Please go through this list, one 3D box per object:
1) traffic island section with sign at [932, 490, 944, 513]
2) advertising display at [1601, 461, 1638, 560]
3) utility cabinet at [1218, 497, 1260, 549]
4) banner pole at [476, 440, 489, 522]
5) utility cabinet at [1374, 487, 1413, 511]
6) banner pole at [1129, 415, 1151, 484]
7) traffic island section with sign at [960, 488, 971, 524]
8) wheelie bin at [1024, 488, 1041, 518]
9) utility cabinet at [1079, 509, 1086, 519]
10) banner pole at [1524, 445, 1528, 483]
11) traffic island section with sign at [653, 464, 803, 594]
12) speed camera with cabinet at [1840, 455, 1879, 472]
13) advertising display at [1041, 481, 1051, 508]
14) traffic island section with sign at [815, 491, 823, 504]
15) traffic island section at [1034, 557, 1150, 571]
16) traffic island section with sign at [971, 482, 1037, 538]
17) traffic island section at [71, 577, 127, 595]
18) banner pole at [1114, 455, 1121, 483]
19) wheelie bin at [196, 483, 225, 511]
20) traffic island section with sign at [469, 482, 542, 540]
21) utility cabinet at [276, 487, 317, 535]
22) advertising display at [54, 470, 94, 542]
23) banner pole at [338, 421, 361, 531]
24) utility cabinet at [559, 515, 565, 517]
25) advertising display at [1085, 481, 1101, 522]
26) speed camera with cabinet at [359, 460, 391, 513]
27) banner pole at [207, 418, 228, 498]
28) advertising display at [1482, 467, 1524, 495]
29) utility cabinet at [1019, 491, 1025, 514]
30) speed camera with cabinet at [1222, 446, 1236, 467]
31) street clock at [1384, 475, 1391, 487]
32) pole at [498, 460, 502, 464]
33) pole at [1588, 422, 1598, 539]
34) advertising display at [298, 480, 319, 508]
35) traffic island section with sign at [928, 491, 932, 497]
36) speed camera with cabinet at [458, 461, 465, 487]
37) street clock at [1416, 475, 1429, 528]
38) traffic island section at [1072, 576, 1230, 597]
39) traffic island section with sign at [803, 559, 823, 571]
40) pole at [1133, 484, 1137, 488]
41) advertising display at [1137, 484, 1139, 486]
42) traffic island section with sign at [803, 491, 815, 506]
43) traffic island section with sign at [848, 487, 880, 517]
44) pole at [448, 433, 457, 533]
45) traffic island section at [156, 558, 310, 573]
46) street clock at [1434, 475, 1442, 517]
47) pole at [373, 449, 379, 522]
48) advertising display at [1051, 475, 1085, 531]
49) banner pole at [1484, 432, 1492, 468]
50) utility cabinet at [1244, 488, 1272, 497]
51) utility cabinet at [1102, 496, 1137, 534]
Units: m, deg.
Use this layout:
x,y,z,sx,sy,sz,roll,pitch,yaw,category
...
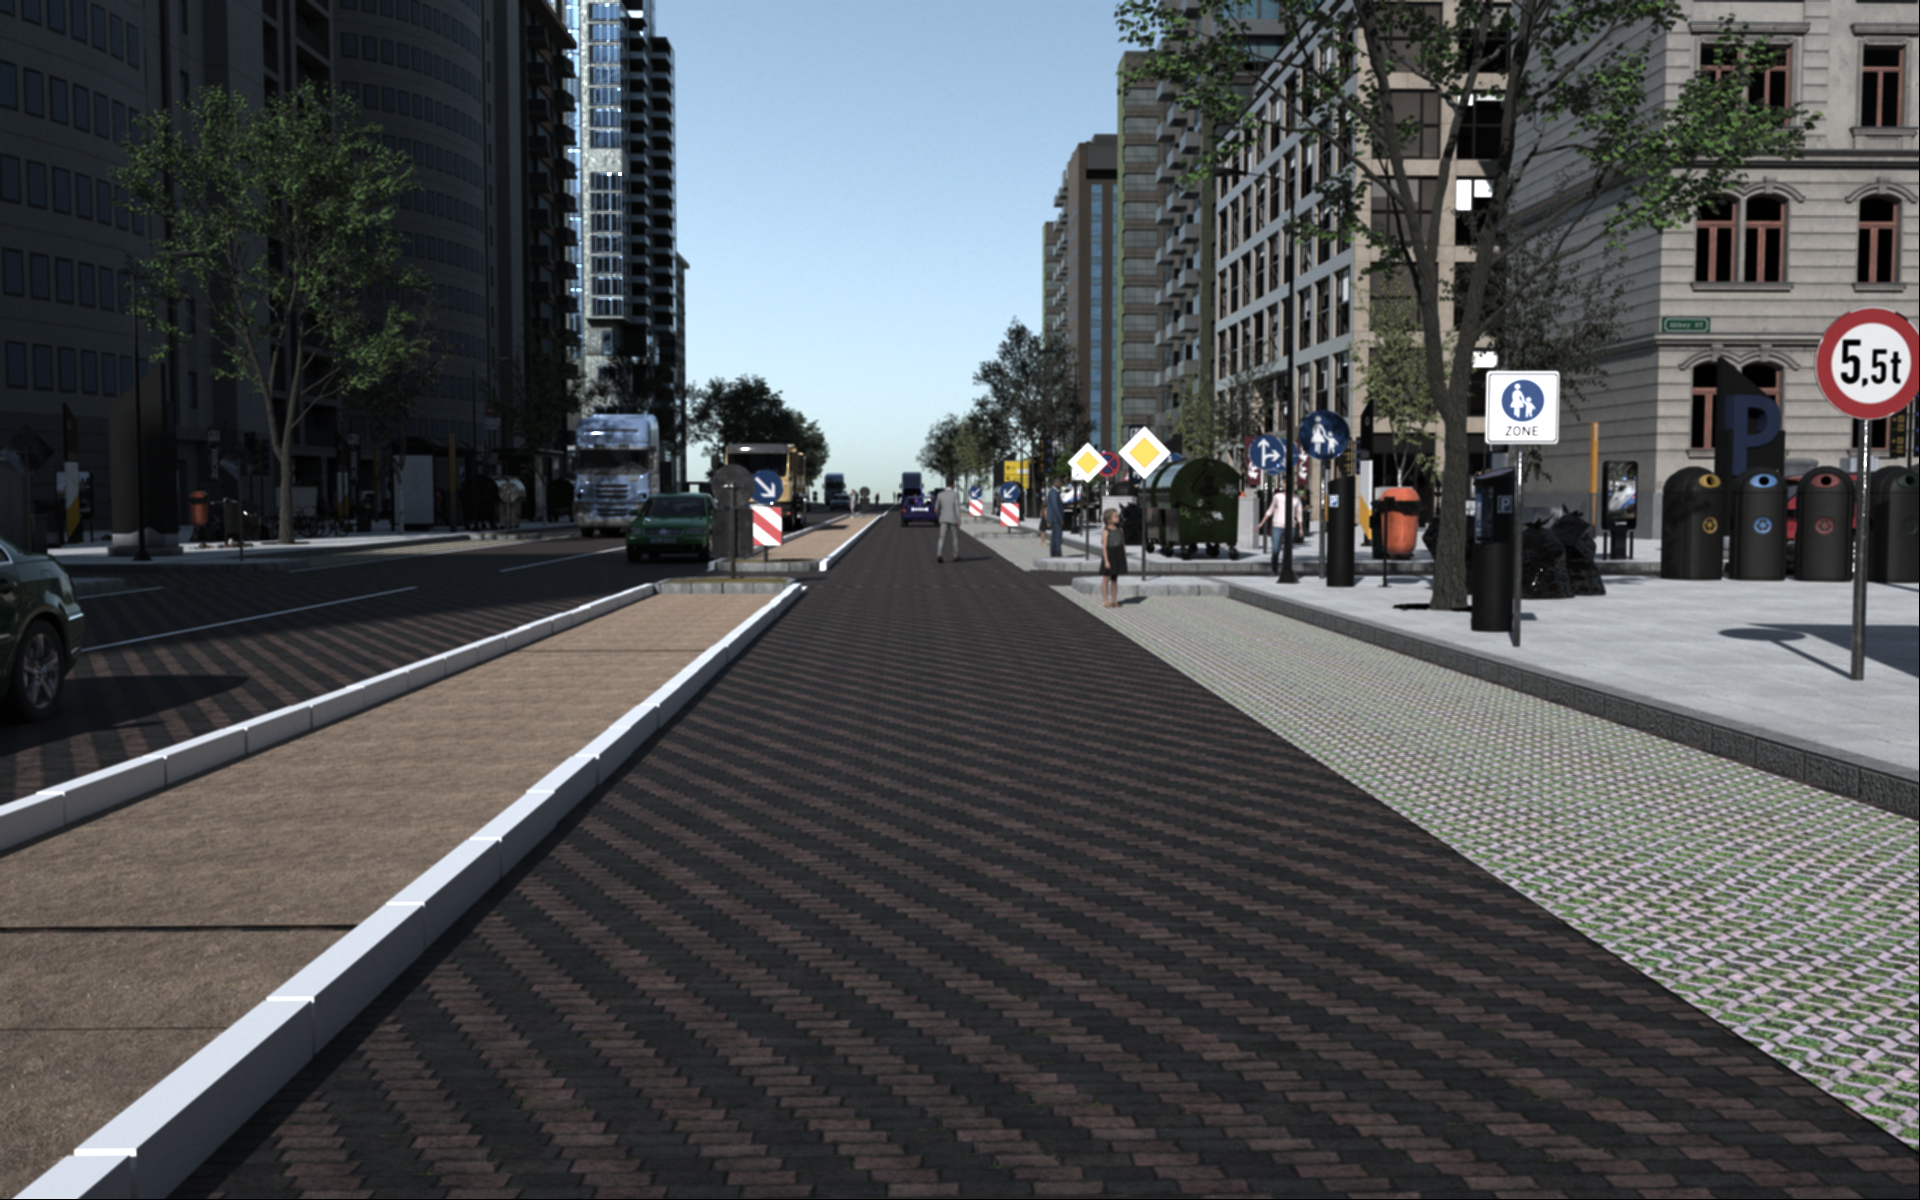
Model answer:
x,y,z,sx,sy,sz,roll,pitch,yaw,category
-0.917,-7.643,133.583,1.989,1.847,2.006,0,4,-2,traffic island section with sign
12.872,-1.749,33.813,0.974,1.923,0.123,-2,4,-35,advertising display
6.477,-1.793,40.481,1.020,1.237,0.306,3,4,36,utility cabinet
-21.934,-5.498,79.901,0.401,3.779,0.863,0,4,-3,banner pole
12.864,-2.616,51.446,0.318,1.500,1.173,-3,4,-38,utility cabinet
5.734,-3.963,54.813,0.863,3.779,0.401,1,4,12,banner pole
0.612,-4.574,83.406,1.989,1.847,2.006,0,4,-2,traffic island section with sign
3.906,-5.188,92.735,0.980,1.594,0.693,1,4,9,wheelie bin
6.513,-4.806,89.739,0.306,1.237,1.020,-1,4,-19,utility cabinet
14.968,-3.422,45.964,0.401,3.779,0.863,2,4,32,banner pole
-3.432,-1.071,25.653,2.006,1.907,1.989,0,4,-2,traffic island section with sign
22.199,-2.882,41.455,2.038,3.252,0.660,0,4,1,speed camera with cabinet
4.468,-4.907,85.448,0.974,1.923,0.123,2,4,23,advertising display
-20.186,-14.274,242.011,1.989,1.847,2.006,0,4,-2,traffic island section with sign
2.487,-0.691,33.584,2.009,0.180,2.903,0,4,-2,traffic island section
1.464,-2.926,56.464,1.989,1.847,2.006,0,4,-2,traffic island section with sign
-13.501,-0.173,25.110,2.009,0.180,2.903,0,4,-2,traffic island section
9.929,-7.274,108.946,0.863,3.779,0.401,-3,5,-44,banner pole
-22.007,-2.618,50.710,0.693,1.594,0.980,2,4,30,wheelie bin
-14.437,-2.847,55.181,1.989,1.847,2.006,0,4,-2,traffic island section with sign
-20.638,-2.763,53.858,1.173,1.500,0.318,-1,4,-22,utility cabinet
-23.527,-2.496,46.026,0.974,1.923,0.123,0,3,0,advertising display
-21.084,-4.271,59.840,0.863,3.779,0.401,-3,4,-38,banner pole
-22.014,-5.199,93.683,1.173,1.500,0.318,-2,4,-26,utility cabinet
5.942,-4.523,79.162,0.974,1.923,0.123,1,4,19,advertising display
-31.018,-5.983,92.165,0.660,3.252,2.038,3,5,40,speed camera with cabinet
-24.331,-4.092,56.921,0.401,3.779,0.863,3,4,38,banner pole
13.067,-2.234,41.742,0.974,1.923,0.123,0,4,4,advertising display
3.732,-6.100,108.408,0.318,1.500,1.173,-1,4,-20,utility cabinet
10.923,-4.746,71.927,0.660,3.252,2.038,-1,4,-17,speed camera with cabinet
16.291,-3.763,66.090,0.358,2.002,0.471,1,4,10,street clock
-25.737,-6.309,97.002,0.158,3.312,0.155,0,3,0,pole
18.055,-3.396,49.370,0.158,3.312,0.155,0,3,0,pole
-30.274,-4.602,80.456,0.123,1.923,0.974,3,4,38,advertising display
-1.746,-9.290,160.526,1.989,1.847,2.006,0,4,-2,traffic island section with sign
-29.421,-6.784,105.251,2.038,3.252,0.660,-2,4,-31,speed camera with cabinet
17.631,-3.759,66.031,0.358,2.002,0.471,-2,4,-32,street clock
2.733,-0.203,25.603,2.009,0.180,2.903,0,4,-2,traffic island section
-3.650,-1.524,33.057,2.006,1.907,1.989,0,4,-2,traffic island section with sign
8.869,-5.748,87.821,0.158,3.312,0.155,0,3,0,pole
10.756,-5.981,103.011,0.974,1.923,0.123,1,4,23,advertising display
-19.353,-12.612,214.840,1.989,1.847,2.006,0,4,-2,traffic island section with sign
-5.970,-6.118,108.160,2.006,1.907,1.989,0,4,-2,traffic island section with sign
-16.912,-3.908,57.731,0.158,3.312,0.155,0,3,0,pole
-13.746,-0.661,33.092,2.009,0.180,2.903,0,4,-2,traffic island section
18.258,-3.766,66.136,0.358,2.002,0.471,1,4,14,street clock
-26.683,-5.217,79.145,0.158,3.312,0.155,0,3,0,pole
3.731,-3.347,59.937,0.974,1.923,0.123,1,4,17,advertising display
21.171,-4.838,69.124,0.863,3.779,0.401,1,4,21,banner pole
10.795,-3.320,62.959,0.318,1.500,1.173,-3,5,-43,utility cabinet
4.614,-2.384,50.133,1.020,1.237,0.306,2,4,34,utility cabinet
